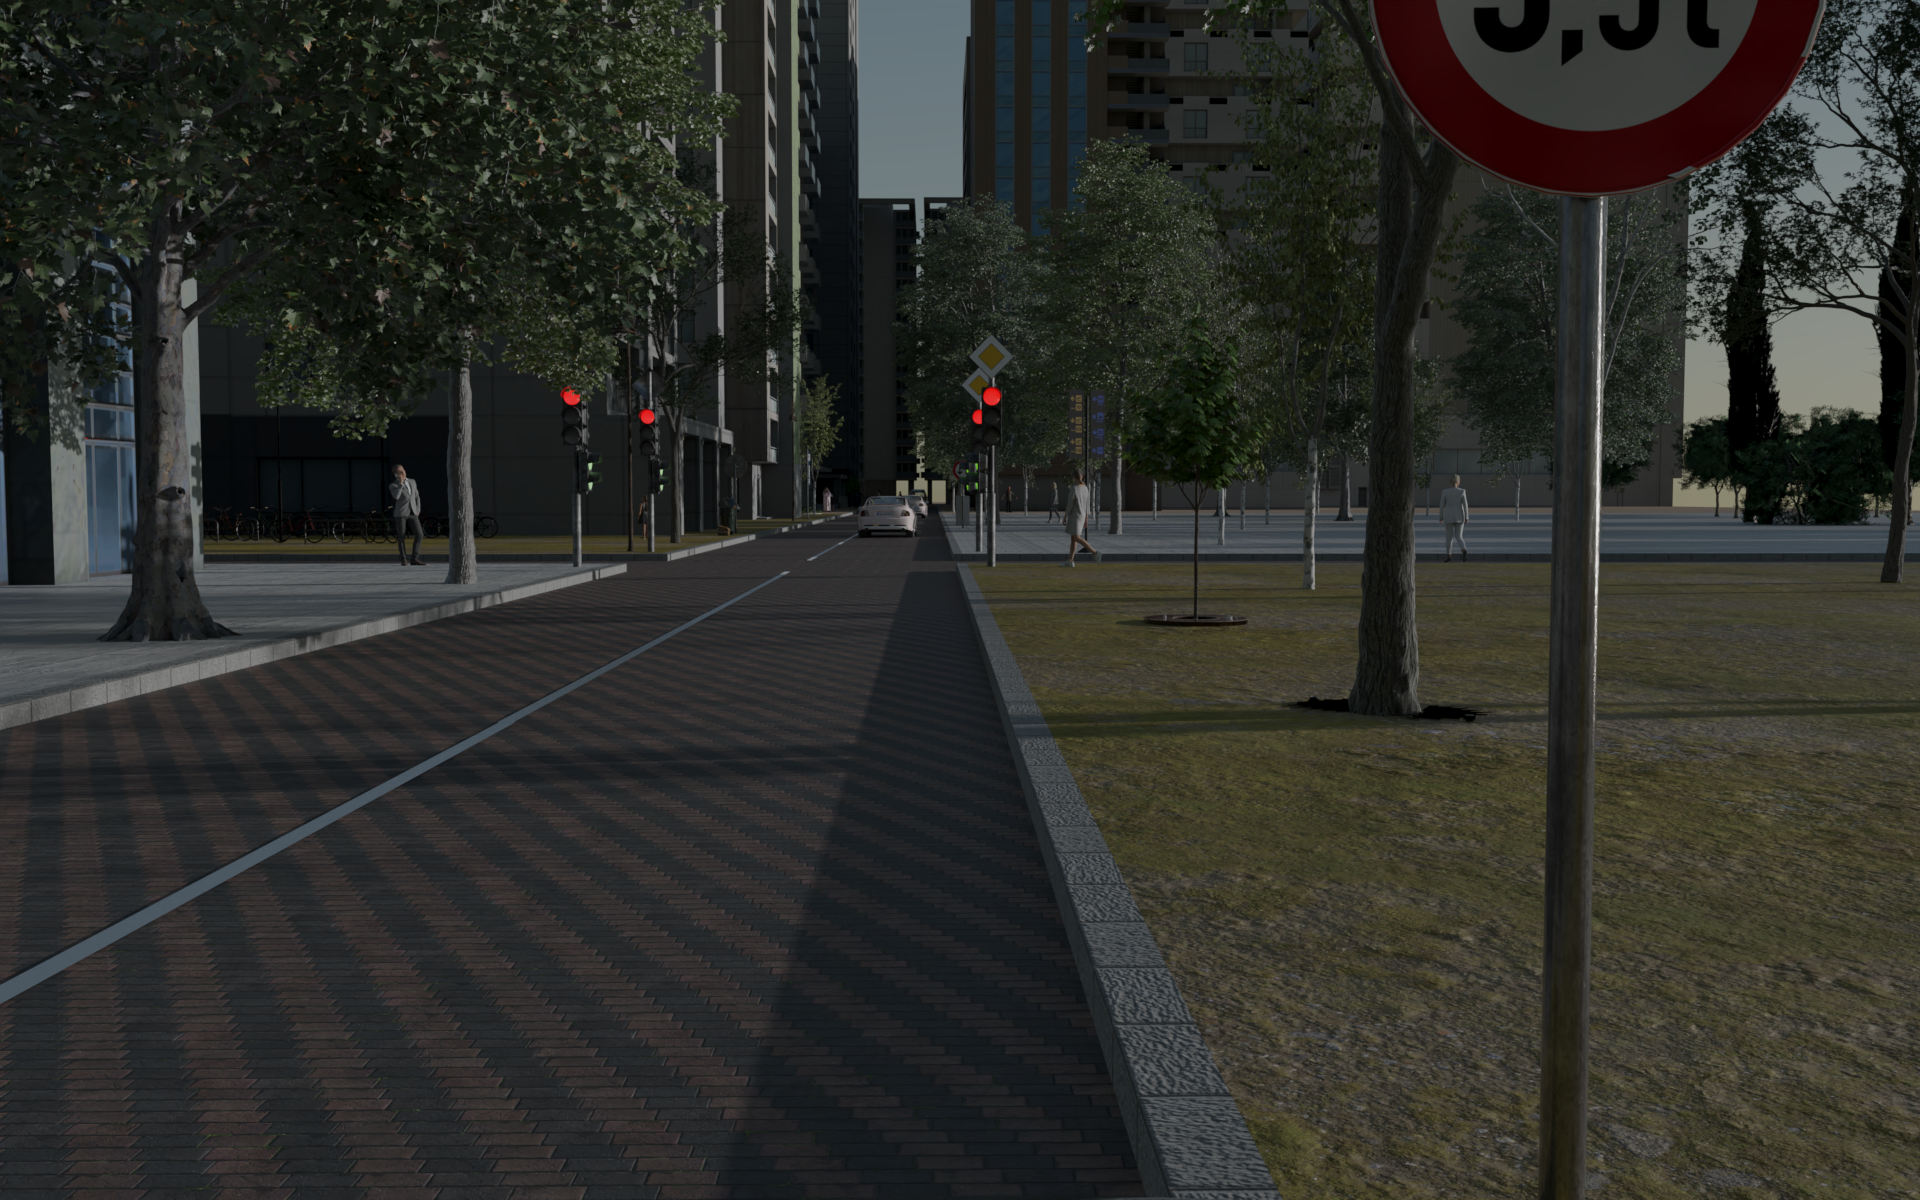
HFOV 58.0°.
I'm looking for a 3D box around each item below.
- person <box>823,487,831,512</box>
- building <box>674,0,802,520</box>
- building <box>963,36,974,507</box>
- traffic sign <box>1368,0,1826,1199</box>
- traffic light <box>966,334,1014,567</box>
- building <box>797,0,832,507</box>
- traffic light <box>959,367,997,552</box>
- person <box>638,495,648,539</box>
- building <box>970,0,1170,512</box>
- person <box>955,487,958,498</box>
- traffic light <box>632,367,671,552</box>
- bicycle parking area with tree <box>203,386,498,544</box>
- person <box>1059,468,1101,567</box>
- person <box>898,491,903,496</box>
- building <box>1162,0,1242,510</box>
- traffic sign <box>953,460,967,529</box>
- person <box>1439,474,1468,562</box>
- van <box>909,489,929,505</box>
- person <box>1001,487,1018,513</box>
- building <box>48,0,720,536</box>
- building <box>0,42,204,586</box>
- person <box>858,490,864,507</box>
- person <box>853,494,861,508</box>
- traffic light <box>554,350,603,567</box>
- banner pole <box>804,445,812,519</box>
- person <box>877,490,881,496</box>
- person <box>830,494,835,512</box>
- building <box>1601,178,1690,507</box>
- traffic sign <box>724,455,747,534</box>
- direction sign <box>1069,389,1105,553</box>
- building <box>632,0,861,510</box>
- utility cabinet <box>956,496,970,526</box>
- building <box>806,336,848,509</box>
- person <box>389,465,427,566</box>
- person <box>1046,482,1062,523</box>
[{"bbox_3d":[-9.312,-6.989,120.988,0.551,1.740,0.621,-2,4,-33],"label":"person"},{"bbox_3d":[-15.705,-24.735,88.016,14.154,41.232,14.086,0,4,-1],"label":"building"},{"bbox_3d":[11.103,-33.876,177.578,21.300,48.544,21.600,0,4,-1],"label":"building"},{"bbox_3d":[1.079,-0.179,3.028,0.768,2.556,0.104,0,4,4],"label":"traffic sign"},{"bbox_3d":[0.533,-2.545,30.539,0.839,4.253,0.868,0,4,-1],"label":"traffic light"},{"bbox_3d":[-21.940,-31.085,127.856,23.786,49.044,30.456,0,4,-1],"label":"building"},{"bbox_3d":[0.407,-3.034,38.523,0.839,4.253,0.868,0,4,-1],"label":"traffic light"},{"bbox_3d":[-9.100,-2.391,49.798,0.373,1.253,0.362,3,5,44],"label":"person"},{"bbox_3d":[7.842,-29.453,131.670,14.600,45.320,14.200,0,4,-1],"label":"building"},{"bbox_3d":[-0.205,-7.993,136.740,0.705,1.823,1.348,-1,4,-12],"label":"person"},{"bbox_3d":[-6.853,-3.026,38.393,0.839,4.253,0.868,0,4,-1],"label":"traffic light"},{"bbox_3d":[-17.468,-3.769,48.631,9.016,4.147,8.231,2,4,25],"label":"bicycle parking area with tree"},{"bbox_3d":[2.119,-1.447,30.453,0.760,1.731,0.466,1,4,10],"label":"person"},{"bbox_3d":[-6.354,-10.894,187.344,0.721,1.743,1.217,3,4,36],"label":"person"},{"bbox_3d":[15.007,-34.481,153.006,28.713,52.752,27.495,0,4,-1],"label":"building"},{"bbox_3d":[0.108,-3.927,64.318,0.768,2.556,0.104,0,4,1],"label":"traffic sign"},{"bbox_3d":[10.273,-1.686,35.942,0.514,1.842,0.818,0,4,-8],"label":"person"},{"bbox_3d":[-3.680,-8.770,150.396,2.013,2.044,4.112,0,4,-3],"label":"van"},{"bbox_3d":[3.395,-6.974,120.202,1.348,1.807,0.705,-2,4,-33],"label":"person"},{"bbox_3d":[-19.050,-38.133,61.721,20.563,71.187,20.611,0,4,-1],"label":"building"},{"bbox_3d":[-28.140,-42.977,15.348,31.000,86.520,22.319,0,4,-1],"label":"building"},{"bbox_3d":[-9.840,-9.998,170.327,1.217,1.723,0.721,3,4,37],"label":"person"},{"bbox_3d":[-9.740,-9.602,163.122,0.705,1.814,1.350,-3,4,-38],"label":"person"},{"bbox_3d":[-6.727,-2.537,30.409,0.839,4.253,0.868,0,4,-1],"label":"traffic light"},{"bbox_3d":[-7.805,-6.070,89.257,0.401,3.779,0.863,1,4,9],"label":"banner pole"},{"bbox_3d":[-6.099,-7.277,128.262,0.721,1.735,1.217,0,4,5],"label":"person"},{"bbox_3d":[-9.420,-7.169,126.448,0.799,1.438,0.628,2,4,30],"label":"person"},{"bbox_3d":[66.905,-30.534,182.826,14.086,41.232,14.154,0,4,-1],"label":"building"},{"bbox_3d":[-7.238,-3.409,55.835,0.768,2.556,0.104,1,4,9],"label":"traffic sign"},{"bbox_3d":[2.759,-2.798,37.743,0.876,3.537,0.379,-2,4,-25],"label":"direction sign"},{"bbox_3d":[-21.002,-45.183,177.000,20.611,71.187,20.563,0,4,-1],"label":"building"},{"bbox_3d":[0.113,-3.623,70.406,0.306,1.237,1.020,-1,4,-17],"label":"utility cabinet"},{"bbox_3d":[-26.558,-28.339,155.229,32.217,40.220,23.993,0,4,-1],"label":"building"},{"bbox_3d":[-9.887,-1.515,30.995,0.592,1.802,0.473,-2,4,-31],"label":"person"},{"bbox_3d":[4.114,-4.238,75.510,0.728,1.800,0.709,-1,4,-12],"label":"person"}]
